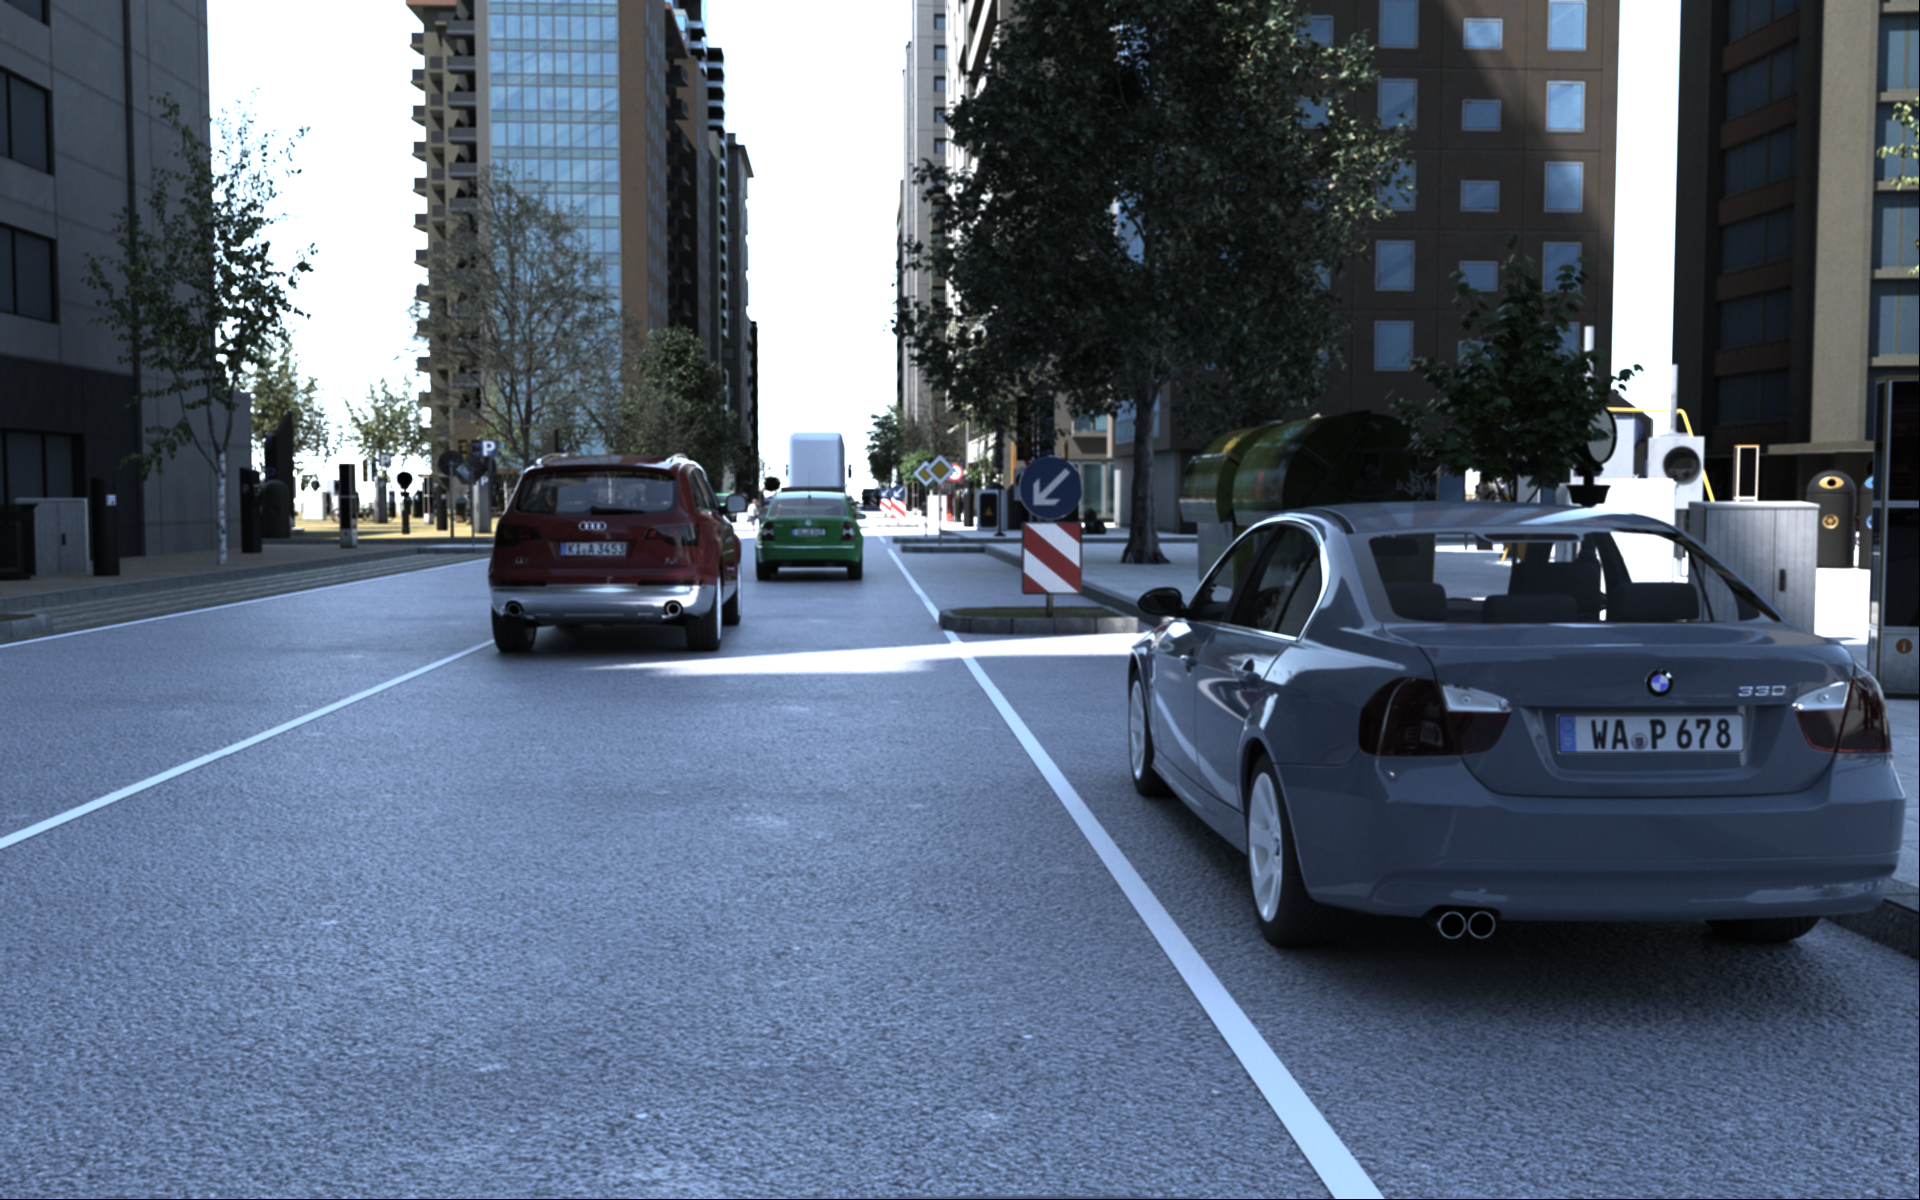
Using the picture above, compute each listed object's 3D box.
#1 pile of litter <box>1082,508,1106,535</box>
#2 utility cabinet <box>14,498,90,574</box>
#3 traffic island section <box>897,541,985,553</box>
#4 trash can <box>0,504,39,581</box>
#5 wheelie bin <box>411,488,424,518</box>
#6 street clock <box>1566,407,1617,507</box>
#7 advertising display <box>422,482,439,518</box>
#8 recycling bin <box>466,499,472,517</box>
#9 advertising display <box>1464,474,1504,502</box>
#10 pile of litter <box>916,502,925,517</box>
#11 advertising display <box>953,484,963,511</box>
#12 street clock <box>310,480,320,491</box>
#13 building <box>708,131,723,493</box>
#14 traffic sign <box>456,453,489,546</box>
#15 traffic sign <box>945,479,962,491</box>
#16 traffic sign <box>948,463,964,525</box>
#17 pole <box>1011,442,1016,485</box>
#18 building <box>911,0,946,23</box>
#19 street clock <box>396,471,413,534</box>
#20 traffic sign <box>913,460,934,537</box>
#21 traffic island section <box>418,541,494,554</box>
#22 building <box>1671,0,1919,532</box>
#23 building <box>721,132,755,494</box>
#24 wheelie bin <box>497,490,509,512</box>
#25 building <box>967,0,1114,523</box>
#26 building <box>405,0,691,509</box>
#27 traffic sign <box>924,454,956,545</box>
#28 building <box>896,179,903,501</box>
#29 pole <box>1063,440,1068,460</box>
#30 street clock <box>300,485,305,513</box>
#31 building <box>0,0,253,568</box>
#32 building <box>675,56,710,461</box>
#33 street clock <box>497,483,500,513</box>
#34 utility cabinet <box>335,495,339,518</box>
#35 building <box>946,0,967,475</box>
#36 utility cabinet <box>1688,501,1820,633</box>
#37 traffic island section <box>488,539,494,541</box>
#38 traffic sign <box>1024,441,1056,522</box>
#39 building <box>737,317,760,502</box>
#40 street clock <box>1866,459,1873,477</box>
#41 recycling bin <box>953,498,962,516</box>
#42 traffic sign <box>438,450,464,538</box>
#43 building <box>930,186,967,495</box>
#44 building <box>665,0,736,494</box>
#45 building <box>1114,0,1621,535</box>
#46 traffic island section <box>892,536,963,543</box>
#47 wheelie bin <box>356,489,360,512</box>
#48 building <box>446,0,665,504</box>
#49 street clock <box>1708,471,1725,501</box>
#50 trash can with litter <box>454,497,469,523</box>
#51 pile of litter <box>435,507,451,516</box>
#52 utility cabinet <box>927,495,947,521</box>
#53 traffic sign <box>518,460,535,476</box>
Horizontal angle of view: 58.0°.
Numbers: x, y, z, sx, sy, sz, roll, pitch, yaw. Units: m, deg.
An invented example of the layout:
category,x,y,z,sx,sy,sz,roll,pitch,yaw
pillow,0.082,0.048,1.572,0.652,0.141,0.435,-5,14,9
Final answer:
category,x,y,z,sx,sy,sz,roll,pitch,yaw
pile of litter,3.960,-2.530,55.330,1.719,0.858,1.176,-2,4,-25
utility cabinet,-14.653,-1.027,27.961,1.020,1.237,0.306,-1,4,-17
traffic island section,-0.479,-1.299,43.524,2.009,0.180,2.903,0,4,-4
trash can,-14.163,-0.870,25.875,0.748,1.137,0.748,0,3,0
wheelie bin,-29.311,-5.251,93.755,0.693,1.594,0.980,-2,4,-28
street clock,5.241,-0.605,14.461,0.471,2.002,0.358,-3,5,-39
advertising display,-28.188,-5.325,92.282,0.123,1.923,0.974,3,5,42
recycling bin,-27.297,-5.101,95.954,0.722,1.027,0.722,-2,4,-25
advertising display,11.898,-2.079,39.199,0.974,1.923,0.123,2,4,29
pile of litter,-1.758,-5.150,98.163,1.176,0.858,1.719,-2,4,-28
advertising display,0.011,-6.681,114.447,0.974,1.923,0.123,-1,4,-13
street clock,-33.892,-5.291,91.080,0.471,2.002,0.358,2,4,26
building,-33.585,-30.914,189.045,14.154,41.232,14.086,0,4,-4
traffic sign,-12.024,-2.391,42.732,0.795,2.450,0.064,0,4,-4
traffic sign,-0.359,-4.843,79.189,0.884,2.594,0.081,0,4,1
traffic sign,-0.227,-4.356,71.327,0.768,2.556,0.104,0,4,0
pole,2.086,-4.497,67.370,0.158,3.312,0.155,0,3,0
building,5.296,-39.347,185.322,21.231,58.520,28.212,0,4,-4
street clock,-17.731,-3.107,55.364,0.471,2.002,0.358,0,4,1
traffic sign,-1.011,-2.922,51.414,0.795,2.450,0.064,0,4,-4
traffic island section,-12.047,-1.255,42.792,2.009,0.180,2.903,0,4,-4
building,42.467,-25.172,66.192,28.867,44.769,22.147,0,4,-4
building,-45.059,-40.718,254.981,28.713,52.752,27.495,0,4,-4
wheelie bin,-32.839,-7.123,124.366,0.980,1.594,0.693,-1,4,-11
building,11.671,-28.288,86.217,21.300,48.544,21.600,0,4,-4
building,-35.534,-30.456,152.576,22.147,44.769,28.867,0,4,-4
traffic sign,-0.502,-2.434,43.445,0.795,2.450,0.064,0,4,-4
building,1.618,-38.497,253.132,21.300,48.544,21.600,0,4,-4
pole,3.985,-4.383,65.505,0.158,3.312,0.155,0,3,0
street clock,-44.503,-6.898,117.354,0.358,2.002,0.471,0,4,-6
building,-26.836,-36.147,29.248,20.611,71.187,20.563,0,4,-4
building,-32.712,-32.059,174.276,14.600,45.320,14.200,0,4,-4
street clock,-29.129,-6.373,108.773,0.471,2.002,0.358,-2,4,-28
utility cabinet,-33.679,-5.099,94.523,0.306,1.237,1.020,1,4,20
building,12.937,-33.931,144.017,28.713,52.752,27.495,0,4,-4
utility cabinet,6.783,-0.224,14.826,1.020,1.237,0.306,0,4,-5
traffic island section,-12.556,-1.742,50.761,2.009,0.180,2.903,0,4,-4
traffic sign,1.887,-2.515,41.226,0.768,2.556,0.104,0,4,-3
building,-39.543,-30.900,276.917,14.160,30.474,14.107,0,4,-4
street clock,18.538,-1.857,34.931,0.358,2.002,0.471,-2,4,-33
recycling bin,-0.314,-5.471,102.012,0.722,1.027,0.722,-1,4,-9
traffic sign,-14.755,-3.067,50.259,0.768,2.556,0.104,0,4,-1
building,4.033,-24.051,164.934,14.160,30.474,14.107,0,4,-4
building,-40.302,-55.774,224.576,22.319,86.520,31.000,0,4,-4
building,13.236,-25.100,60.494,14.200,45.320,14.600,0,4,-4
traffic island section,-0.988,-1.787,51.493,2.009,0.180,2.903,0,4,-4
wheelie bin,-41.107,-6.699,117.438,0.980,1.594,0.693,3,4,37
building,-29.910,-29.435,131.380,14.600,45.320,14.200,0,4,-4
street clock,23.849,-3.064,54.669,0.471,2.002,0.358,1,4,15
trash can with litter,-22.470,-4.080,78.097,0.624,1.170,1.055,-1,4,-14
pile of litter,-29.766,-5.239,99.630,1.176,0.858,1.719,-1,4,-10
utility cabinet,-1.034,-4.369,82.596,1.020,1.237,0.306,1,4,13
traffic sign,-12.533,-2.878,50.701,0.795,2.450,0.064,0,4,-4
